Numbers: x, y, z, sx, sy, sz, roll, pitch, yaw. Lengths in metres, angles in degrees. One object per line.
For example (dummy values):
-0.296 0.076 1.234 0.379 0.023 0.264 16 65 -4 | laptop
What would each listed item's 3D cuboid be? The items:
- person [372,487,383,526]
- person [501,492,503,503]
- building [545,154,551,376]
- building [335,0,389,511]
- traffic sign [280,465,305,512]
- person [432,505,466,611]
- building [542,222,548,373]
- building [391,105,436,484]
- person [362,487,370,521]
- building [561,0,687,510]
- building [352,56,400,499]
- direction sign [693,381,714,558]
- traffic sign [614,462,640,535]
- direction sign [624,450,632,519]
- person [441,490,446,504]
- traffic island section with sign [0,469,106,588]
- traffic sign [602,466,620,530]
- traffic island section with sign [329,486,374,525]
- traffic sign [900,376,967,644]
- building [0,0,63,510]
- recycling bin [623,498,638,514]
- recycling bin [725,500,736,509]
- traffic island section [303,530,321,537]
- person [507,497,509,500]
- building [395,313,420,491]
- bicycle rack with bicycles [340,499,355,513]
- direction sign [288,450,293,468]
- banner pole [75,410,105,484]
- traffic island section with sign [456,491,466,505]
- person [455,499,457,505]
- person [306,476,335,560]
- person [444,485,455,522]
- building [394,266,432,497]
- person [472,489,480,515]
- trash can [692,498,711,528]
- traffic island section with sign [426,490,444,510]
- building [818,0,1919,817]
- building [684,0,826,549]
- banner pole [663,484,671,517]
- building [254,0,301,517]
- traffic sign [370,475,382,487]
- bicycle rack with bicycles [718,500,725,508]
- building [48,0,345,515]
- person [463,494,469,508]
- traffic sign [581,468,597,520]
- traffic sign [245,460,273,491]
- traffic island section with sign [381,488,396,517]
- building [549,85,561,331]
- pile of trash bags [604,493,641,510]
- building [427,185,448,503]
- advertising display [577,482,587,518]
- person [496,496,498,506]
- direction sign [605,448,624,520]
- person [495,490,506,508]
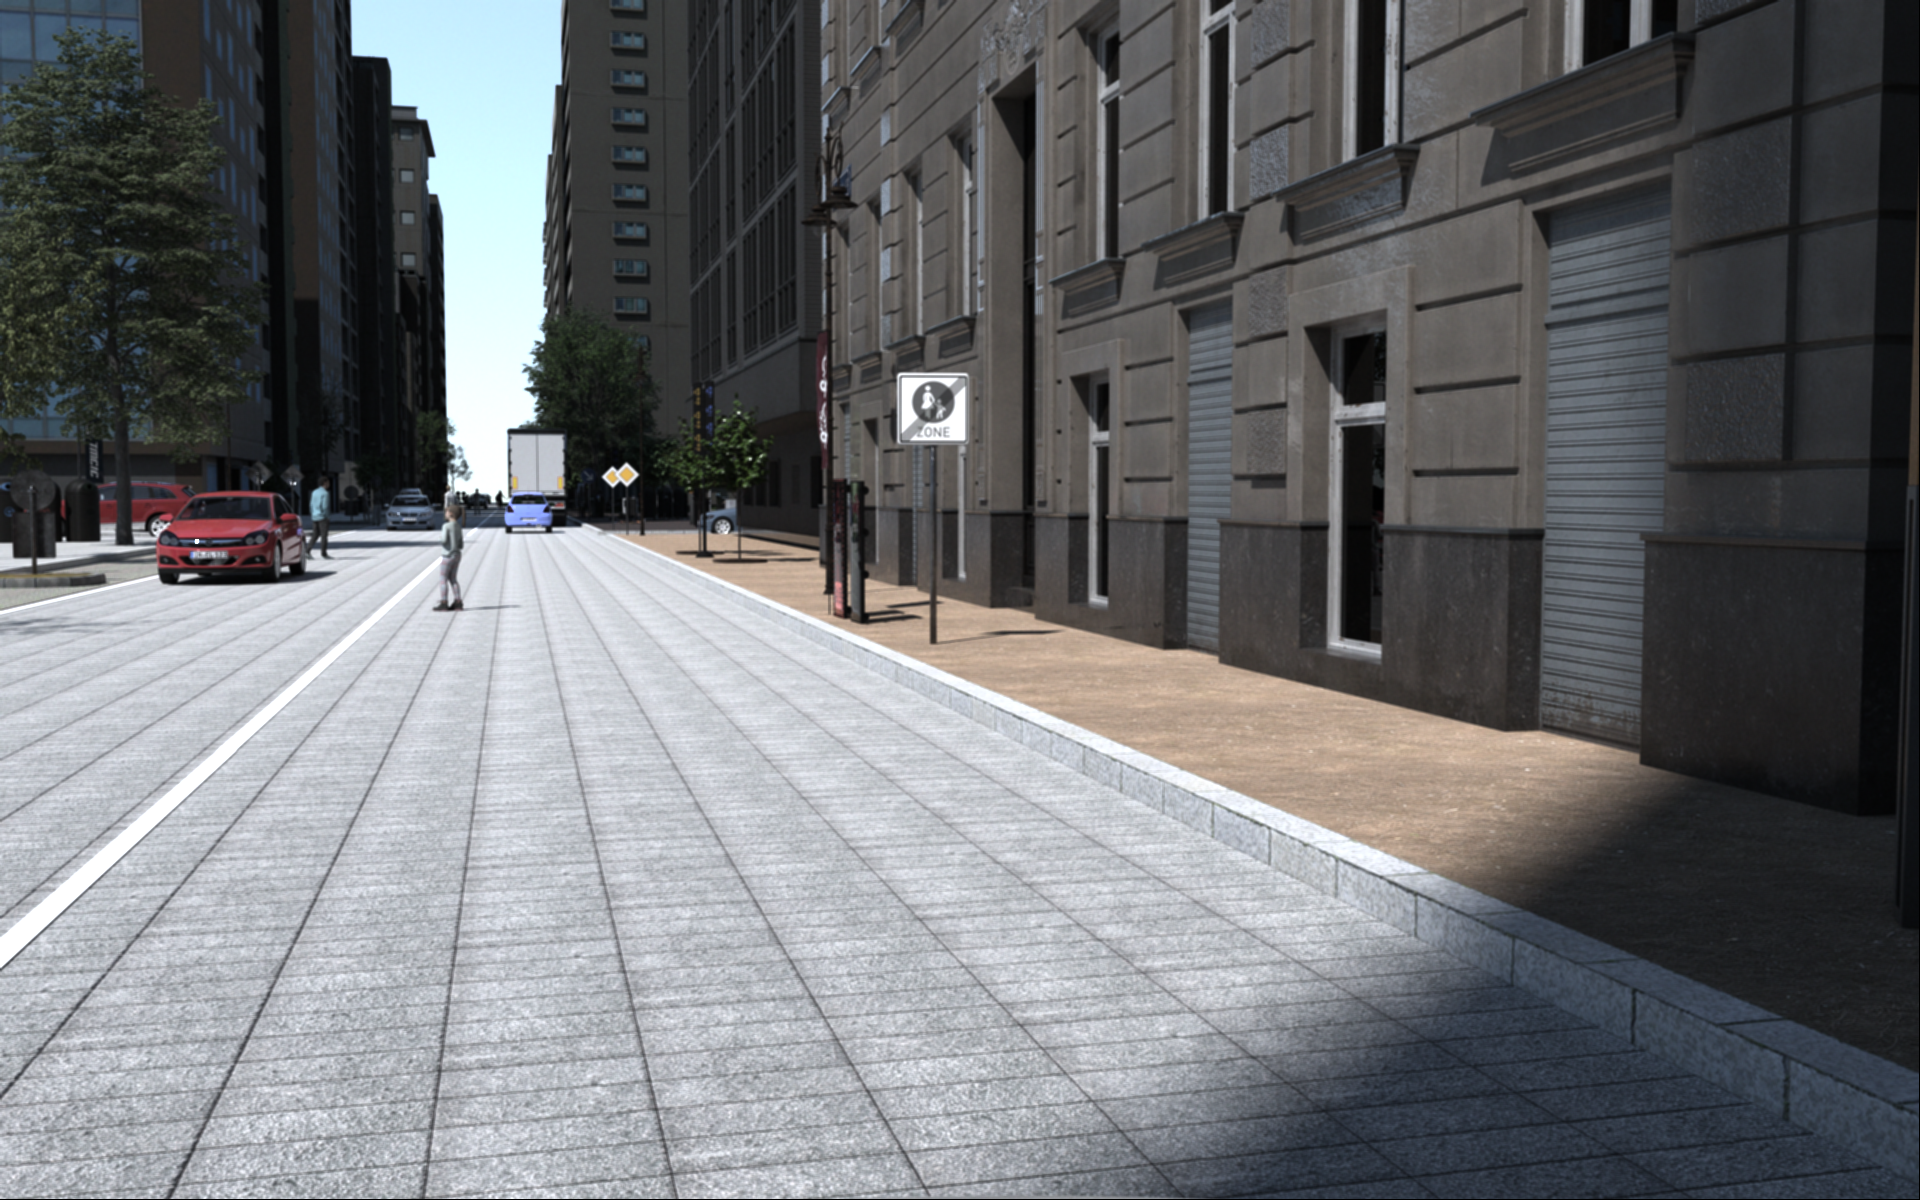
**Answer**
-26.274 -4.220 78.041 0.362 1.759 0.519 3 5 40 | person
-53.563 -11.787 202.153 0.436 1.711 0.756 -1 4 -21 | person
-45.370 -37.523 237.194 21.300 48.544 21.600 -1 4 -14 | building
-57.102 -42.771 137.552 20.563 71.187 20.611 -1 4 -14 | building
-22.807 -3.399 59.209 0.795 2.450 0.064 -1 4 -14 | traffic sign
-6.276 -0.518 21.250 0.394 1.301 0.425 0 4 3 | person
-55.056 -40.208 277.008 23.786 49.044 30.456 -1 4 -14 | building
-86.546 -39.567 236.151 28.713 52.752 27.495 -1 4 -14 | building
-29.019 -4.642 84.736 0.374 1.781 0.599 -3 4 -39 | person
-23.332 -32.250 150.992 21.300 48.544 21.600 -1 4 -14 | building
-58.646 -28.890 155.948 14.154 41.232 14.086 -1 4 -14 | building
-5.173 -2.631 35.008 0.379 3.537 0.876 -2 4 -35 | direction sign
-10.406 -3.087 54.120 0.795 2.450 0.064 -1 4 -14 | traffic sign
-17.326 -5.991 89.944 0.876 3.537 0.379 2 4 34 | direction sign
-41.383 -7.967 139.475 1.217 1.735 0.721 3 4 37 | person
-14.565 -1.128 27.070 1.989 1.847 2.006 -1 4 -14 | traffic island section with sign
-12.395 -3.560 61.855 0.795 2.450 0.064 -1 4 -14 | traffic sign
-28.476 -4.437 81.178 1.989 1.847 2.006 -1 4 -14 | traffic island section with sign
-0.229 -0.771 14.743 0.606 2.300 0.079 0 4 -5 | traffic sign
-35.303 -25.435 65.978 14.600 45.320 14.200 -1 4 -14 | building
-20.961 -5.966 110.102 0.722 1.027 0.722 1 4 17 | recycling bin
-10.485 -4.145 80.324 0.722 1.027 0.722 -1 4 -18 | recycling bin
-22.828 -2.262 59.265 2.009 0.180 2.903 -1 4 -14 | traffic island section
-40.814 -9.143 157.979 0.705 1.826 1.348 1 4 23 | person
-70.279 -20.240 175.966 27.650 21.520 28.899 -1 4 -14 | building
-43.120 -6.608 121.428 2.925 0.926 2.852 -3 5 -45 | bicycle rack with bicycles
-34.204 -5.907 88.570 0.379 3.537 0.876 0 4 -8 | direction sign
-25.289 -3.684 50.254 0.863 3.779 0.401 -2 4 -31 | banner pole
-74.889 -15.476 261.653 1.989 1.847 2.006 -1 4 -14 | traffic island section with sign
-23.109 -4.147 78.902 0.503 1.515 0.523 -3 5 -41 | person
-14.047 -1.796 37.887 0.660 1.820 0.620 2 4 33 | person
-20.896 -3.808 70.981 0.478 1.798 0.641 -2 4 -32 | person
-74.534 -27.326 218.473 14.160 30.474 14.107 -1 4 -14 | building
-32.344 -6.554 115.833 0.511 1.800 0.466 0 4 -6 | person
-9.907 -3.351 66.436 0.748 1.137 0.748 0 3 0 | trash can
-47.736 -9.017 156.061 1.989 1.847 2.006 -1 4 -14 | traffic island section with sign
6.016 -13.572 19.166 12.463 27.353 25.104 -1 4 -14 | building
1.262 -15.274 43.242 14.314 27.812 24.014 -1 4 -14 | building
-15.547 -6.217 91.670 0.401 3.779 0.863 2 4 25 | banner pole
-41.948 -19.318 87.558 14.160 30.474 14.107 -1 4 -14 | building
-39.484 -7.161 117.183 0.768 2.556 0.104 -1 4 -13 | traffic sign
-14.856 -6.144 113.841 2.852 0.926 2.925 0 4 -6 | bicycle rack with bicycles
-46.982 -28.045 108.644 14.600 45.320 14.200 -1 4 -14 | building
-49.386 -9.883 173.313 0.697 1.427 0.421 3 4 39 | person
-18.069 -5.150 84.313 0.768 2.556 0.104 -1 4 -13 | traffic sign
-20.818 -2.925 51.474 0.795 2.450 0.064 -1 4 -14 | traffic sign
-35.270 -6.051 107.555 1.989 1.847 2.006 -1 4 -14 | traffic island section with sign
-35.551 -35.205 199.300 21.300 48.544 21.600 -1 4 -14 | building
-24.909 -7.342 129.789 1.912 1.369 3.447 3 4 37 | pile of trash bags
-89.224 -39.018 261.644 21.300 48.544 21.600 -1 4 -14 | building
-20.122 -5.322 92.236 0.123 1.923 0.974 -3 4 -38 | advertising display
-52.838 -11.386 197.886 0.421 1.427 0.697 0 4 0 | person
-17.223 -5.732 85.721 0.876 3.537 0.379 2 4 34 | direction sign
-46.749 -10.252 176.129 1.348 1.823 0.705 2 4 24 | person
